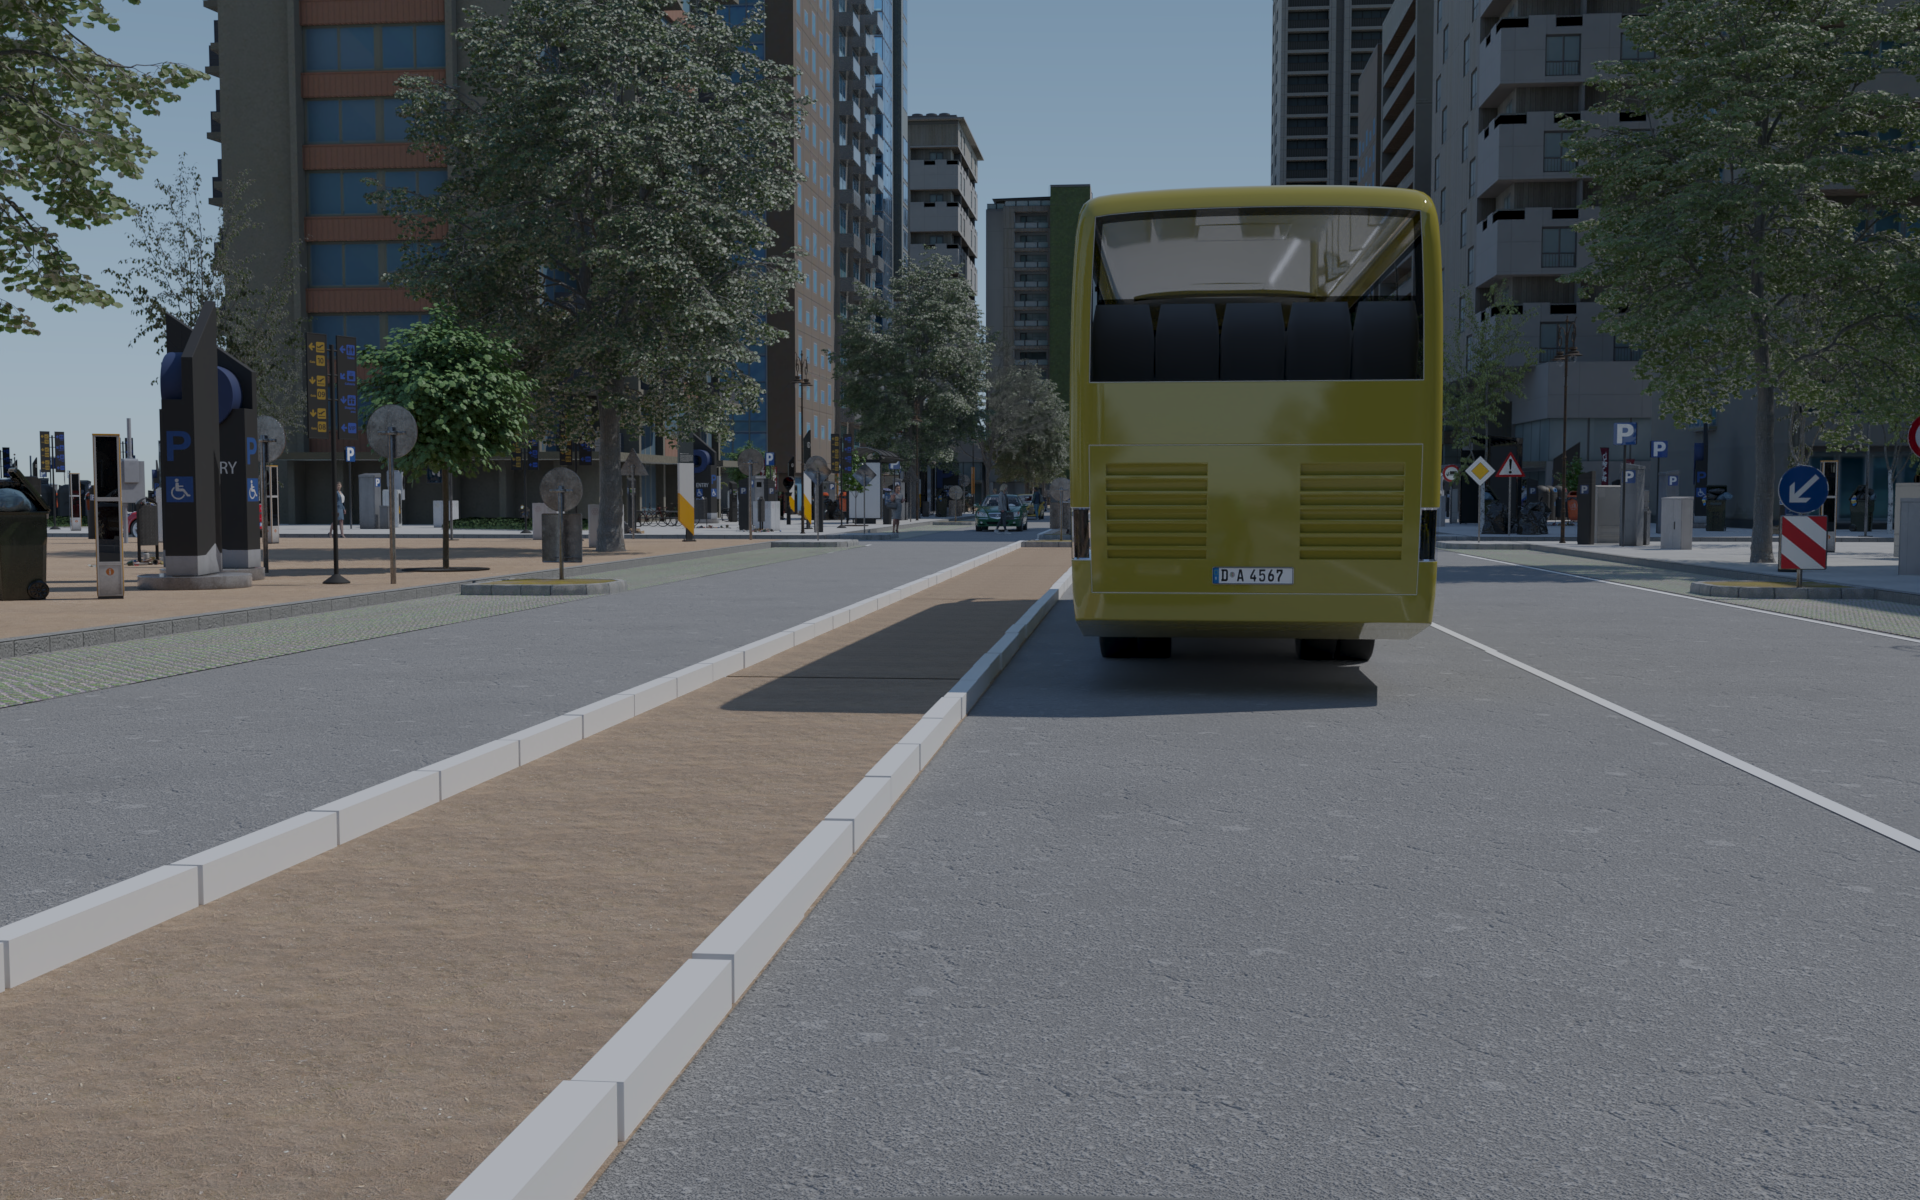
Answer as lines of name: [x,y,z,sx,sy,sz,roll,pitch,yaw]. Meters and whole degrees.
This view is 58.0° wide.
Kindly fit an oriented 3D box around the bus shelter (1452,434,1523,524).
bus shelter: [21.412,-4.842,70.447,1.731,3.624,6.357,0,4,6]

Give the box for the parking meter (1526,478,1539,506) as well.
parking meter: [20.650,-3.473,62.491,0.399,1.863,0.255,1,4,12]

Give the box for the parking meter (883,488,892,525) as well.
parking meter: [-3.058,-3.936,72.766,0.372,1.533,0.369,0,3,0]

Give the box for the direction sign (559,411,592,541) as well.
direction sign: [-10.470,-3.378,47.235,0.876,3.537,0.379,0,4,-1]

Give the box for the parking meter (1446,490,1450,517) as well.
parking meter: [27.127,-5.352,95.912,0.372,1.533,0.369,0,3,0]

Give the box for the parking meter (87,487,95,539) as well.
parking meter: [-24.638,-2.502,49.315,0.372,1.533,0.369,0,3,0]

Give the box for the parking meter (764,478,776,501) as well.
parking meter: [-7.116,-3.615,64.816,0.399,1.863,0.255,-3,5,-40]

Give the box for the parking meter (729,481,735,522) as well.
parking meter: [-10.356,-4.490,79.119,0.255,1.863,0.399,-2,4,-34]

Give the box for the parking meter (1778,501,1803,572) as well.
parking meter: [13.669,-1.227,28.474,0.372,1.533,0.369,0,3,0]

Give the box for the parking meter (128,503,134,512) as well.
parking meter: [-58.519,-6.960,122.203,0.372,1.533,0.369,0,3,0]

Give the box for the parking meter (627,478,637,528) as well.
parking meter: [-11.632,-3.405,61.380,0.255,1.863,0.399,-2,4,-24]

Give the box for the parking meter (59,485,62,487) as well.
parking meter: [-55.662,-6.222,107.438,0.399,1.863,0.255,-2,4,-33]

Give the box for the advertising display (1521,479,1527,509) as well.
advertising display: [24.120,-4.222,74.241,0.123,1.923,0.974,-1,4,-22]

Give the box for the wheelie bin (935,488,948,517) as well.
wheelie bin: [-1.029,-5.416,96.458,0.693,1.594,0.980,-1,4,-11]

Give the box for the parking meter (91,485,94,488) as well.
parking meter: [-55.942,-6.485,111.739,0.399,1.863,0.255,3,5,41]

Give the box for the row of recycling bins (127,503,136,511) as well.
row of recycling bins: [-62.221,-7.468,129.219,1.069,1.692,3.534,-3,5,-41]

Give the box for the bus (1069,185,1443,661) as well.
bus: [2.744,-1.608,17.837,2.896,3.916,12.252,0,4,7]

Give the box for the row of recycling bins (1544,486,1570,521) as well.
row of recycling bins: [29.047,-4.751,84.793,3.534,1.692,1.069,-3,5,-43]

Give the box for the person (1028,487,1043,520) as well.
person: [4.115,-5.250,94.324,0.794,1.824,0.713,-2,4,-24]

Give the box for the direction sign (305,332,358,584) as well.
direction sign: [-8.933,-2.001,24.708,0.379,3.537,0.876,2,4,29]

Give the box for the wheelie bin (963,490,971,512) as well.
wheelie bin: [0.319,-7.007,122.479,0.980,1.594,0.693,-1,4,-11]

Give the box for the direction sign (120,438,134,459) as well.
direction sign: [-33.619,-4.749,69.646,0.876,3.537,0.379,0,4,7]

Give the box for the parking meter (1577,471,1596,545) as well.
parking meter: [15.841,-2.331,43.830,0.255,1.863,0.399,-3,5,-41]

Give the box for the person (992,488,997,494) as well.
person: [1.904,-5.246,94.945,0.731,1.740,0.598,3,4,37]

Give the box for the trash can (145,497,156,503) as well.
trash can: [-47.330,-5.489,101.395,0.748,1.137,0.748,0,3,0]

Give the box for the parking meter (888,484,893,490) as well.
parking meter: [-4.169,-6.069,104.935,0.399,1.863,0.255,3,5,45]

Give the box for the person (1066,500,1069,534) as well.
person: [3.942,-3.182,60.436,0.656,1.842,0.836,-2,4,-27]

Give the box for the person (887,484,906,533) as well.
person: [-2.329,-3.314,63.045,0.716,1.782,0.532,-2,4,-30]

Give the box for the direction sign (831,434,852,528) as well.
direction sign: [-4.455,-4.470,65.088,0.876,3.537,0.379,-2,4,-32]

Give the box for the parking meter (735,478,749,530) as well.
parking meter: [-7.636,-3.397,61.258,0.399,1.863,0.255,1,4,11]

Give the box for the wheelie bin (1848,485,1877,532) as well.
wheelie bin: [30.796,-3.129,59.071,0.980,1.594,0.693,-3,4,-39]

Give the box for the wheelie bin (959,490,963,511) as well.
wheelie bin: [-0.471,-5.678,100.750,0.980,1.594,0.693,0,4,-3]

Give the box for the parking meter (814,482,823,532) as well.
parking meter: [-4.744,-3.203,58.075,0.255,1.863,0.399,-1,4,-17]

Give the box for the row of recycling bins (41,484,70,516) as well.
row of recycling bins: [-38.635,-4.001,72.530,3.534,1.692,1.069,0,4,7]

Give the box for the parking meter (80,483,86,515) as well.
parking meter: [-45.553,-5.140,89.752,0.255,1.863,0.399,1,4,18]

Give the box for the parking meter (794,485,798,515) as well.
parking meter: [-10.261,-6.253,107.948,0.255,1.863,0.399,-1,4,-9]

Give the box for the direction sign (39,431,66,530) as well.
direction sign: [-32.714,-4.312,62.499,0.379,3.537,0.876,2,4,35]

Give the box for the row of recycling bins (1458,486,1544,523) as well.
row of recycling bins: [23.818,-4.264,76.829,3.534,1.692,1.069,3,5,40]

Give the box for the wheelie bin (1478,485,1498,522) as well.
wheelie bin: [18.472,-3.224,60.619,0.693,1.594,0.980,1,4,12]

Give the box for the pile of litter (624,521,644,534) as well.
pile of litter: [-10.935,-2.588,56.281,1.176,0.858,1.719,-2,4,-30]

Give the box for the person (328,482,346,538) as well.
person: [-19.893,-2.864,55.351,0.654,1.822,0.581,2,4,25]

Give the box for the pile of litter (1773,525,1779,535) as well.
pile of litter: [26.305,-2.527,55.276,1.719,0.858,1.176,-3,5,-40]

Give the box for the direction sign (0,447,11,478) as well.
direction sign: [-46.132,-5.588,83.356,0.379,3.537,0.876,2,4,34]

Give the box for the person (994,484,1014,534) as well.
person: [1.565,-3.249,61.804,0.728,1.800,0.709,2,4,28]

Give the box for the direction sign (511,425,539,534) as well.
direction sign: [-14.146,-3.935,56.338,0.876,3.537,0.379,0,4,-2]

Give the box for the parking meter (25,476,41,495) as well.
parking meter: [-13.475,-1.017,25.038,0.372,1.533,0.369,0,3,0]

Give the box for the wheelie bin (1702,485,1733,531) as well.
wheelie bin: [26.082,-3.165,59.663,0.980,1.594,0.693,2,4,26]

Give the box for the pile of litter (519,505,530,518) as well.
pile of litter: [-17.172,-3.379,69.208,1.176,0.858,1.719,-1,4,-11]

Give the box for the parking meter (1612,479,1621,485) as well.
parking meter: [26.305,-3.896,69.403,0.255,1.863,0.399,-1,4,-10]

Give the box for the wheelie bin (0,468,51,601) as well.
wheelie bin: [-11.445,-0.801,21.013,0.693,1.594,0.980,-2,4,-35]

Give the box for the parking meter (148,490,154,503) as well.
parking meter: [-52.295,-6.335,111.983,0.372,1.533,0.369,0,3,0]
